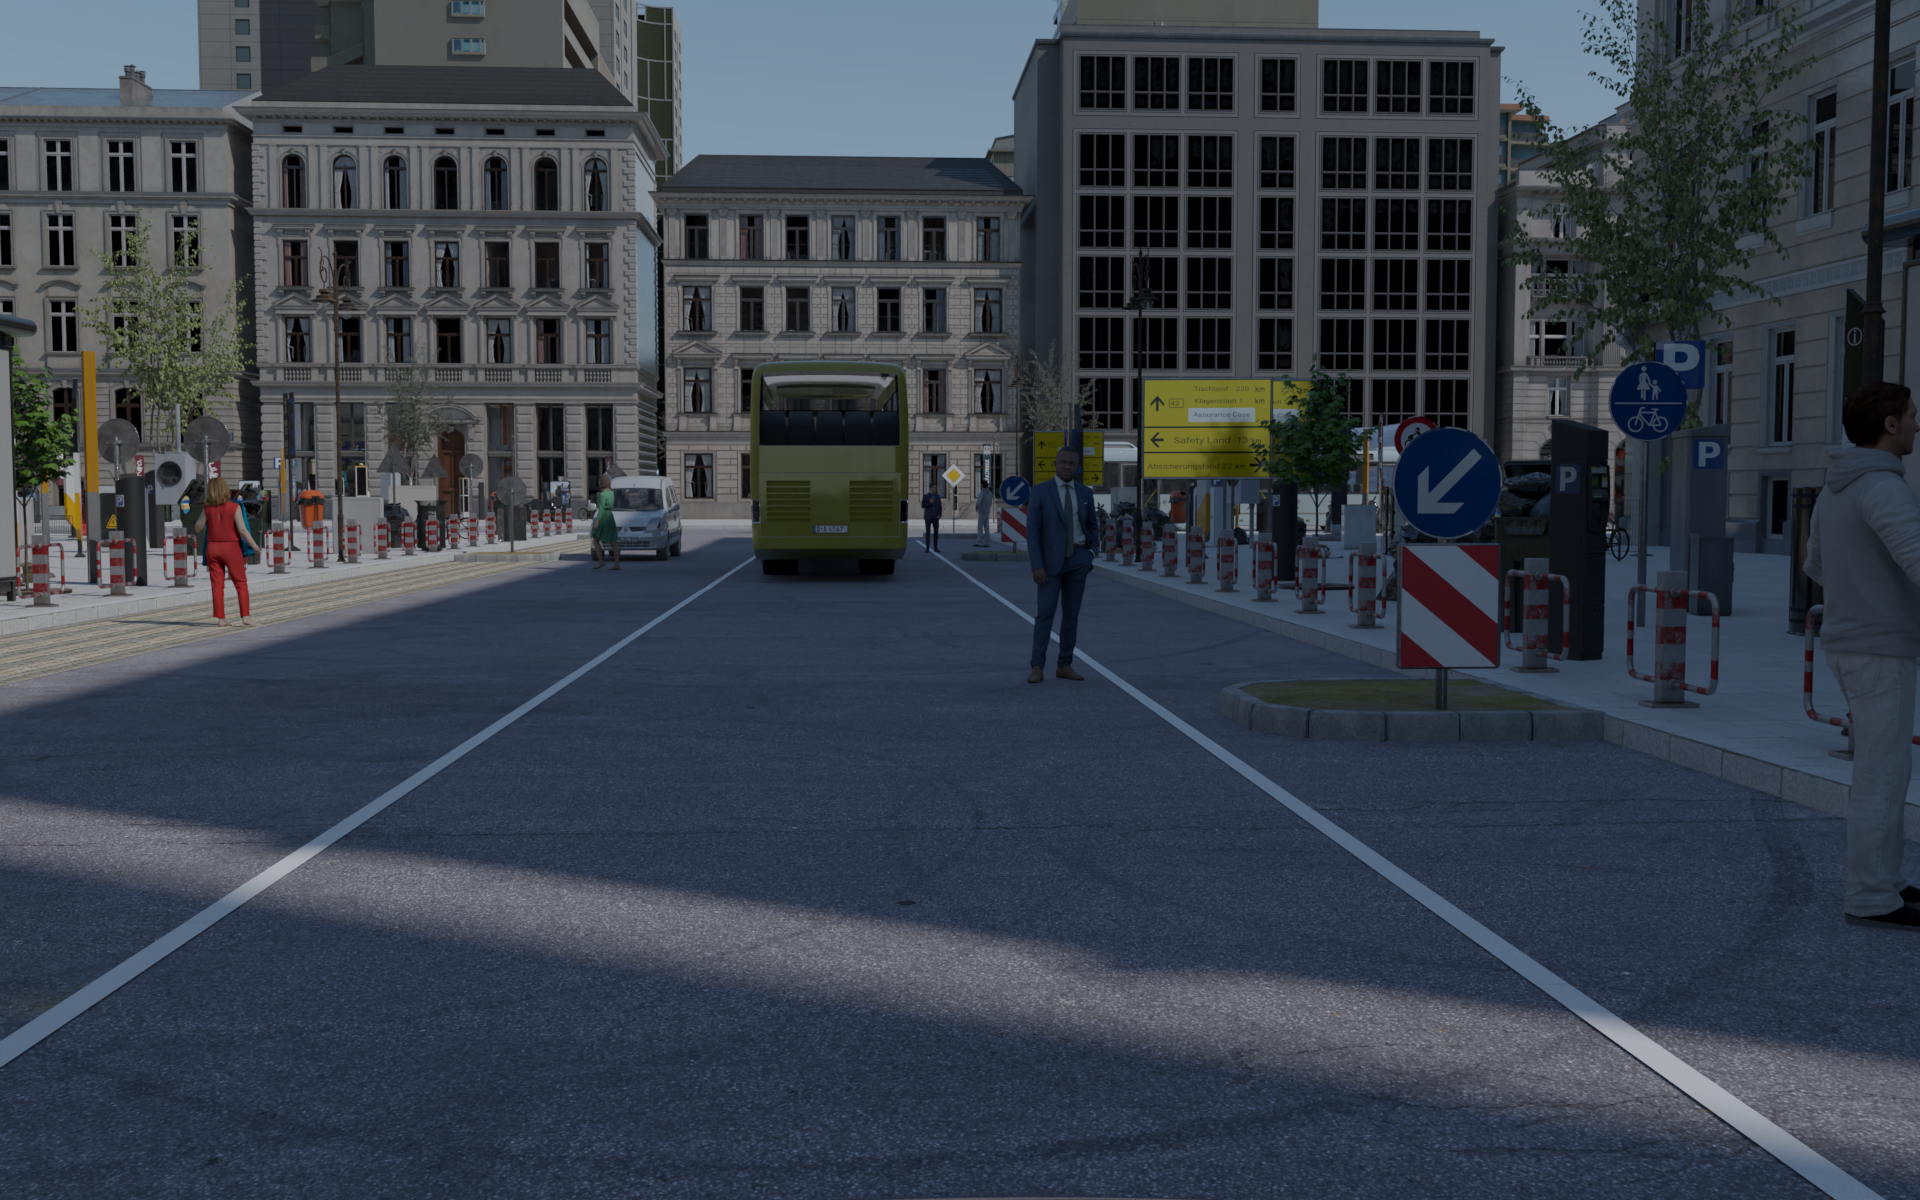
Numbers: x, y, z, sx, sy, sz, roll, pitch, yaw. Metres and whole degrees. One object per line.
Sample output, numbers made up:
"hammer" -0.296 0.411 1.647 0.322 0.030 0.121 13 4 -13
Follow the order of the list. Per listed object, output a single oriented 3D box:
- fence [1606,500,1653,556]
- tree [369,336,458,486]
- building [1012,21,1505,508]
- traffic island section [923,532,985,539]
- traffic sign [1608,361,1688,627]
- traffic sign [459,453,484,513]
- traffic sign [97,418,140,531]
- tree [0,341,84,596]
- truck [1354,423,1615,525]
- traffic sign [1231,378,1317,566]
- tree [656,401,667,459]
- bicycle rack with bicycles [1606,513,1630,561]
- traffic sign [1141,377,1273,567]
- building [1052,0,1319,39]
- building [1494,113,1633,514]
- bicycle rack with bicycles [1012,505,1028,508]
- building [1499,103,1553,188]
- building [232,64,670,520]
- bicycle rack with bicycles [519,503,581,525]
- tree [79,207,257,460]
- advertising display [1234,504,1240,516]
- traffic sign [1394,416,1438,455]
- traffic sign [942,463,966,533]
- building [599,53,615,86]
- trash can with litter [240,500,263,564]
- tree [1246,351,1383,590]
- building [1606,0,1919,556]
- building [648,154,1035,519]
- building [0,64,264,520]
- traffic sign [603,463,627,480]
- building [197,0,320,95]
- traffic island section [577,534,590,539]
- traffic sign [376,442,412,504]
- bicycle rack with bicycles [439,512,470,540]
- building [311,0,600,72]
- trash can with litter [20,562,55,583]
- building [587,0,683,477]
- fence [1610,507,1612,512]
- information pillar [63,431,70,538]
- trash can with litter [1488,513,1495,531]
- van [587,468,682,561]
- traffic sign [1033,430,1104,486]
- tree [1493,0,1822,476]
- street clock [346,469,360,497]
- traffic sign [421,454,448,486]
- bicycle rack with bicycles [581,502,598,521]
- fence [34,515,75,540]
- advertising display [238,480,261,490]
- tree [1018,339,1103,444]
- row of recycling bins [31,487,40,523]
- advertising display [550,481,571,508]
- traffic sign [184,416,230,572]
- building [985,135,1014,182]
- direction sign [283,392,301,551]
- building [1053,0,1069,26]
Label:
"fence" 13.670 -1.564 36.769 0.480 1.192 2.264 -2 4 -25
"tree" -25.787 -8.010 81.328 4.360 8.622 3.978 0 3 0
"building" 15.397 -18.358 93.655 24.014 27.812 14.314 0 4 -4
"traffic island section" -0.184 -2.115 56.862 2.009 0.180 2.903 0 4 -4
"traffic sign" 6.584 -1.013 16.673 0.768 2.556 0.104 0 4 -2
"traffic sign" -15.298 -3.310 54.229 0.768 2.556 0.104 0 4 1
"traffic sign" -14.204 -1.780 29.210 0.768 2.556 0.104 0 4 4
"tree" -12.095 -1.681 22.083 1.663 3.219 1.824 0 3 0
"truck" 22.535 -4.719 66.907 18.799 4.110 2.967 0 4 -2
"traffic sign" 5.143 -2.243 30.547 2.265 3.308 0.079 0 4 2
"tree" -20.065 -10.725 125.722 4.360 8.622 3.978 0 3 0
"bicycle rack with bicycles" 11.666 -1.231 33.502 2.925 0.926 2.852 -1 4 -15
"traffic sign" 4.296 -2.220 30.178 2.265 3.308 0.079 0 4 4
"building" 19.987 -32.835 160.549 21.300 48.544 21.600 0 4 -4
"building" 39.417 -15.476 94.829 24.055 21.916 13.314 0 4 -4
"bicycle rack with bicycles" 3.172 -4.012 78.978 2.925 0.926 2.852 -3 4 -37
"building" 51.180 -32.984 193.918 28.867 44.769 22.147 0 4 -4
"building" -25.754 -16.015 90.718 19.941 23.489 11.050 0 4 -4
"bicycle rack with bicycles" -17.899 -3.577 71.862 2.852 0.926 2.925 2 4 26
"tree" -20.892 -5.828 45.642 4.737 8.622 4.395 0 3 0
"advertising display" 8.590 -3.073 55.455 0.974 1.923 0.123 -3 4 -36
"traffic sign" 7.463 -1.728 28.359 0.768 2.556 0.104 0 4 -1
"traffic sign" -0.207 -3.250 56.783 0.795 2.450 0.064 0 4 -4
"building" -41.545 -31.795 169.951 14.600 45.320 14.200 0 4 -4
"trash can with litter" -13.138 -1.236 31.596 0.624 1.170 1.055 -3 5 -40
"tree" 4.849 -1.773 23.592 1.663 3.219 1.824 0 3 0
"building" 23.506 -15.157 33.715 13.634 28.700 20.117 0 4 -4
"building" -6.177 -13.909 92.032 19.286 19.102 10.561 0 4 -4
"building" -53.046 -16.520 89.181 34.723 24.649 14.460 0 4 -4
"traffic sign" -11.180 -3.209 56.111 0.795 2.450 0.064 0 4 -4
"building" -67.462 -45.773 186.632 20.611 71.187 20.563 0 4 -4
"traffic island section" -11.203 -2.073 56.172 2.009 0.180 2.903 0 4 -4
"traffic sign" -14.132 -2.646 43.262 0.884 2.594 0.081 0 4 -3
"bicycle rack with bicycles" -15.165 -2.186 49.122 2.925 0.926 2.852 0 4 -6
"building" -43.589 -32.278 151.454 21.300 48.544 21.600 0 4 -4
"trash can with litter" -13.719 -0.839 25.105 1.055 1.170 0.624 -1 4 -13
"building" -51.409 -49.727 251.283 20.611 71.187 20.563 0 4 -4
"fence" 30.189 -4.059 81.739 2.069 0.683 0.278 -2 4 -33
"information pillar" -25.992 -3.624 50.615 0.183 3.616 0.504 1 4 10
"trash can with litter" 9.646 -1.238 31.630 1.055 1.170 0.624 -1 4 -18
"van" -7.204 -1.935 38.653 2.013 2.044 4.112 0 4 -4
"traffic sign" 3.483 -3.773 55.564 2.265 3.308 0.079 0 4 5
"tree" 9.552 -4.467 23.391 4.737 8.622 4.395 0 3 0
"street clock" -17.168 -2.726 49.148 0.358 2.002 0.471 1 4 12
"traffic sign" -16.864 -3.400 55.588 0.884 2.594 0.081 0 4 3
"bicycle rack with bicycles" -16.865 -4.251 82.884 2.925 0.926 2.852 -2 4 -34
"fence" -25.935 -2.074 49.278 2.069 0.683 0.278 2 4 24
"advertising display" -32.699 -4.559 79.750 0.974 1.923 0.123 -1 4 -14
"tree" 4.532 -8.133 83.341 4.360 8.622 3.978 0 3 0
"row of recycling bins" -42.292 -4.213 75.989 3.534 1.692 1.069 -1 4 -13
"advertising display" -19.122 -4.750 82.880 0.974 1.923 0.123 0 4 1
"traffic sign" -12.335 -1.729 28.372 0.768 2.556 0.104 0 4 2
"building" 16.819 -41.069 260.710 27.495 52.752 28.713 0 4 -4
"direction sign" -15.015 -2.864 38.828 0.379 3.537 0.876 -2 4 -35
"building" 18.531 -53.419 186.073 22.319 86.520 31.000 0 4 -4
